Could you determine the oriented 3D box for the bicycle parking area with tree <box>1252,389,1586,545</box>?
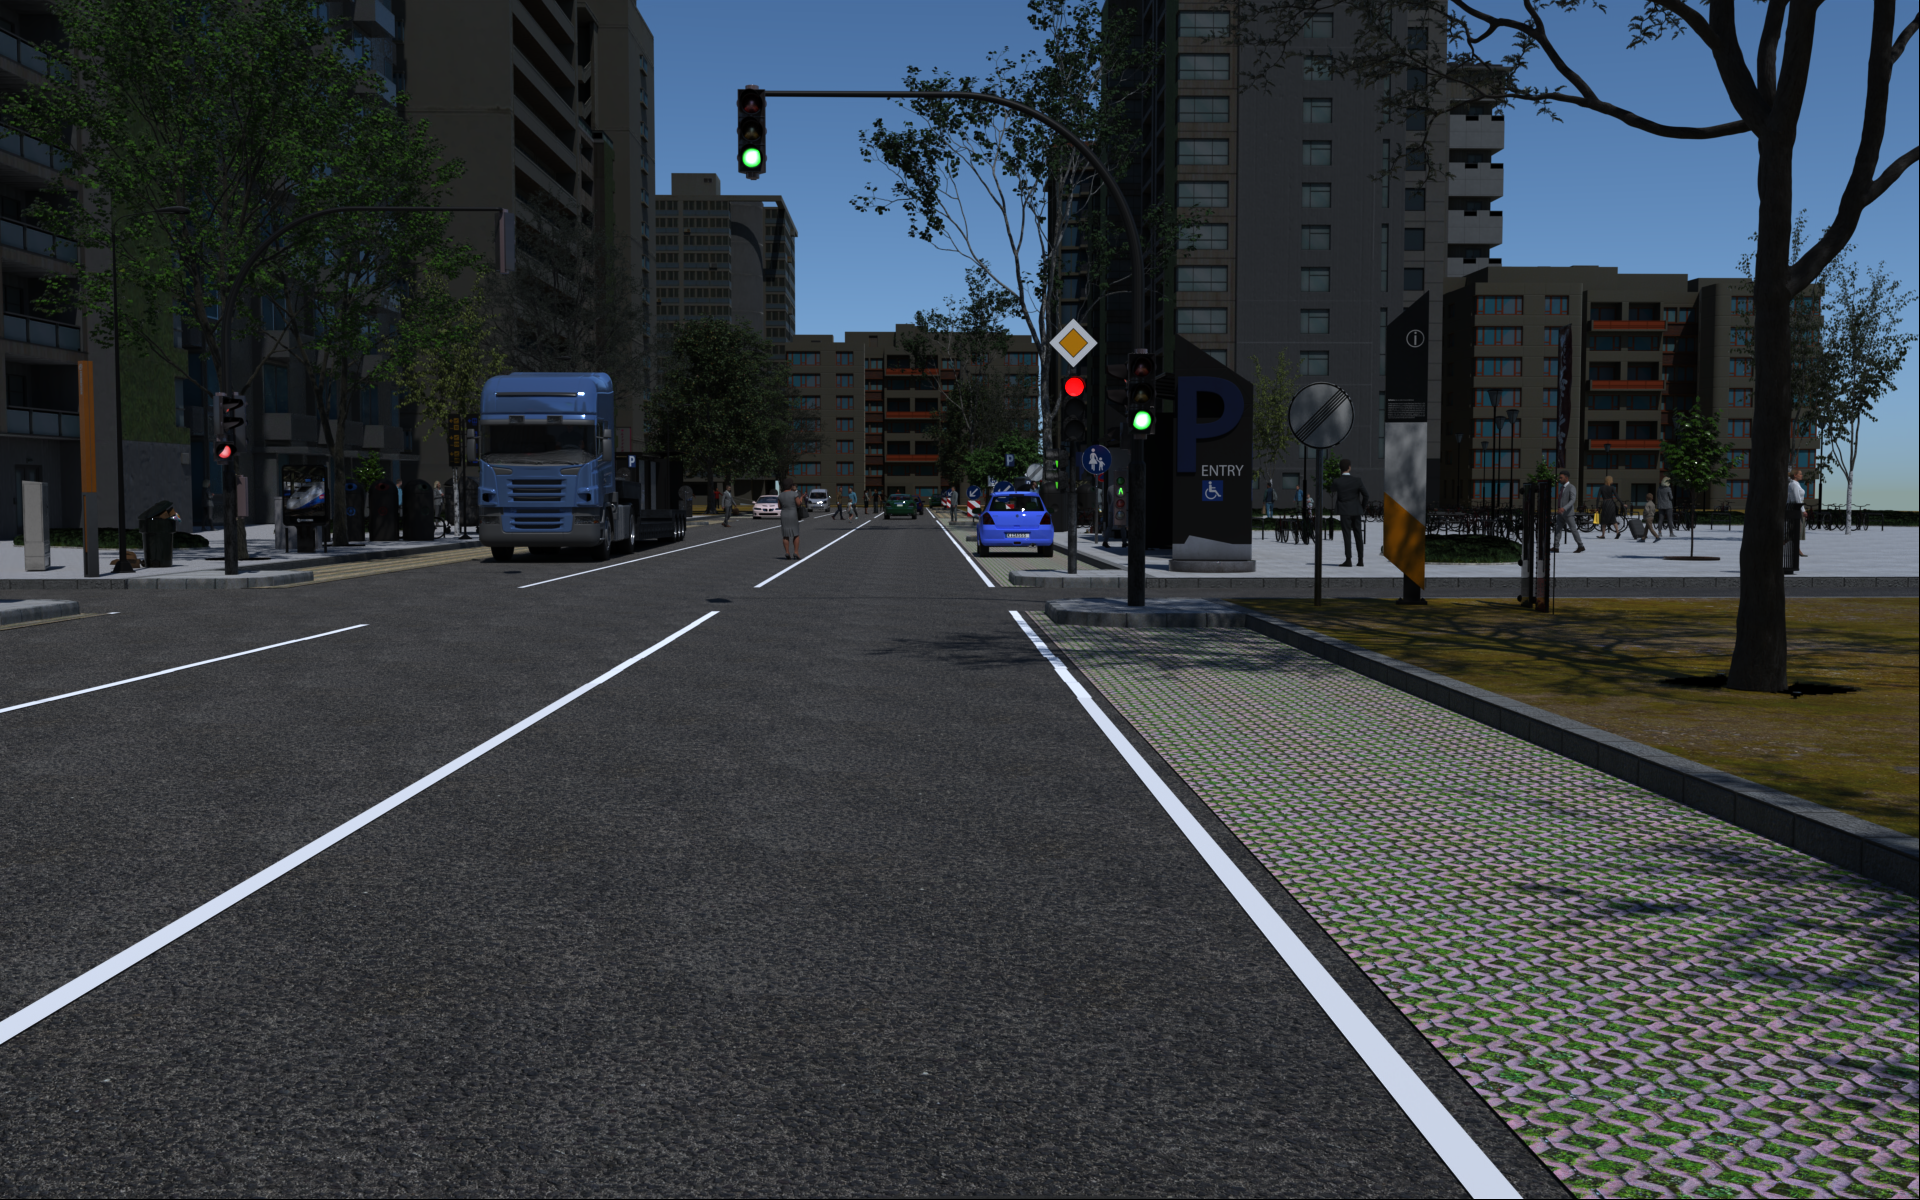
[{"bbox_3d":[11.980,-3.680,47.174,8.231,4.147,9.016,1,4,12],"label":"bicycle parking area with tree"}]

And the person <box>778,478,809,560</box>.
[{"bbox_3d":[-3.601,-1.770,37.805,0.716,1.782,0.532,1,4,19],"label":"person"}]

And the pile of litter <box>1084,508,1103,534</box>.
[{"bbox_3d":[4.647,-2.597,56.430,1.176,0.858,1.719,-2,4,-35],"label":"pile of litter"}]

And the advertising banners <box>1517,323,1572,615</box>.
[{"bbox_3d":[6.362,-1.386,18.855,0.090,3.025,2.074,0,4,6],"label":"advertising banners"}]

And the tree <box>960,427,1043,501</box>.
[{"bbox_3d":[2.763,-6.158,84.395,4.285,4.588,4.351,0,3,0],"label":"tree"}]

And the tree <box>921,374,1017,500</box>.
[{"bbox_3d":[1.150,-15.130,164.379,9.611,12.733,9.660,0,3,0],"label":"tree"}]

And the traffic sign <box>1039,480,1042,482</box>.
[{"bbox_3d":[3.894,-4.633,75.758,0.884,2.594,0.081,0,4,0],"label":"traffic sign"}]

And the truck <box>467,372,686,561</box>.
[{"bbox_3d":[-9.167,-3.327,44.147,2.967,4.110,18.799,0,4,-3],"label":"truck"}]

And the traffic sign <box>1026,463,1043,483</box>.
[{"bbox_3d":[3.126,-4.377,71.674,0.768,2.556,0.104,0,4,3],"label":"traffic sign"}]

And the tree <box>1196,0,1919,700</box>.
[{"bbox_3d":[5.400,-6.156,11.015,12.009,13.543,11.850,0,3,0],"label":"tree"}]

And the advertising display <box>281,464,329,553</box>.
[{"bbox_3d":[-14.278,-1.992,37.782,0.974,1.923,0.123,0,4,2],"label":"advertising display"}]

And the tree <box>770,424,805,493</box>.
[{"bbox_3d":[-17.269,-13.283,167.541,4.360,8.622,3.978,0,3,0],"label":"tree"}]

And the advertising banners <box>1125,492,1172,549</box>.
[{"bbox_3d":[4.843,-2.693,40.219,2.074,3.025,0.090,-1,4,-12],"label":"advertising banners"}]

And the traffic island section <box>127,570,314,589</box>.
[{"bbox_3d":[-11.607,-0.323,27.556,2.009,0.180,2.903,0,4,-1],"label":"traffic island section"}]

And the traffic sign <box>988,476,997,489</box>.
[{"bbox_3d":[1.846,-5.730,95.820,0.606,2.300,0.079,0,4,-1],"label":"traffic sign"}]

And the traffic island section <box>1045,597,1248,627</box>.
[{"bbox_3d":[2.038,0.145,19.918,2.009,0.180,2.903,0,4,-1],"label":"traffic island section"}]

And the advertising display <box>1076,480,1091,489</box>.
[{"bbox_3d":[5.511,-4.485,78.548,0.974,1.923,0.123,-2,4,-29],"label":"advertising display"}]

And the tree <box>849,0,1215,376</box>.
[{"bbox_3d":[2.419,-12.541,60.940,12.611,20.169,13.585,0,3,0],"label":"tree"}]

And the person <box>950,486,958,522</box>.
[{"bbox_3d":[-0.304,-4.766,86.518,0.391,1.810,0.635,-2,4,-28],"label":"person"}]

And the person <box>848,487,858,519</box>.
[{"bbox_3d":[-6.153,-5.583,99.794,0.660,1.820,0.620,2,4,35],"label":"person"}]

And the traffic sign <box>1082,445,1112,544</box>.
[{"bbox_3d":[3.529,-2.729,44.728,0.768,2.556,0.104,0,4,5],"label":"traffic sign"}]

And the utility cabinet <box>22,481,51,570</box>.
[{"bbox_3d":[-15.539,-1.253,29.173,0.318,1.500,1.173,-2,4,-23],"label":"utility cabinet"}]

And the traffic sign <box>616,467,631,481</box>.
[{"bbox_3d":[-16.009,-5.039,82.494,0.768,2.556,0.104,0,4,4],"label":"traffic sign"}]

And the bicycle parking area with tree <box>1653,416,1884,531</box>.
[{"bbox_3d":[28.931,-4.680,63.522,8.231,4.147,9.016,1,4,17],"label":"bicycle parking area with tree"}]

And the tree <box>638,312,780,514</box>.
[{"bbox_3d":[-15.890,-11.765,109.369,9.611,12.733,9.660,0,3,0],"label":"tree"}]

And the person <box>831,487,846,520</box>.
[{"bbox_3d":[-6.741,-5.383,96.422,0.836,1.842,0.656,-1,4,-21],"label":"person"}]

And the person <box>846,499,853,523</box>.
[{"bbox_3d":[-5.516,-4.430,85.943,0.382,1.210,0.505,-3,5,-41],"label":"person"}]

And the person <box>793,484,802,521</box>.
[{"bbox_3d":[-6.703,-3.803,70.645,0.622,1.834,0.822,2,4,30],"label":"person"}]

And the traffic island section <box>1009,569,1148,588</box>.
[{"bbox_3d":[1.830,-0.344,27.900,2.009,0.180,2.903,0,4,-1],"label":"traffic island section"}]

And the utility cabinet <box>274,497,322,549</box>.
[{"bbox_3d":[-15.488,-1.797,40.548,1.020,1.237,0.306,0,4,4],"label":"utility cabinet"}]

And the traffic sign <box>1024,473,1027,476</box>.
[{"bbox_3d":[3.453,-5.029,81.963,0.795,2.593,0.064,0,4,7],"label":"traffic sign"}]

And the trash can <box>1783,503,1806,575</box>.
[{"bbox_3d":[13.120,-0.984,27.745,0.748,1.137,0.748,0,3,0],"label":"trash can"}]

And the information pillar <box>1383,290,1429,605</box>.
[{"bbox_3d":[5.165,-1.753,20.021,0.504,3.616,0.183,1,4,10],"label":"information pillar"}]

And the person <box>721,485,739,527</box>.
[{"bbox_3d":[-10.041,-4.066,75.105,0.853,1.813,0.709,2,4,24],"label":"person"}]

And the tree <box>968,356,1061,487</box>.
[{"bbox_3d":[3.288,-8.636,91.557,4.360,8.622,3.978,0,3,0],"label":"tree"}]

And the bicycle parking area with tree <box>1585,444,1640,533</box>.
[{"bbox_3d":[19.145,-4.547,61.351,9.016,4.147,8.231,2,4,26],"label":"bicycle parking area with tree"}]

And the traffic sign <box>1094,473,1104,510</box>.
[{"bbox_3d":[5.968,-4.421,72.390,0.768,2.556,0.104,0,4,2],"label":"traffic sign"}]

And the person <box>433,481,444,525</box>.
[{"bbox_3d":[-20.316,-3.758,67.675,0.526,1.800,0.537,2,4,35],"label":"person"}]

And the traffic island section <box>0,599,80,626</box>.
[{"bbox_3d":[-11.399,0.166,19.573,2.009,0.180,2.903,0,4,-1],"label":"traffic island section"}]

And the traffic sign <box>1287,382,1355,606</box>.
[{"bbox_3d":[4.095,-1.201,19.744,0.768,2.556,0.104,0,4,-1],"label":"traffic sign"}]

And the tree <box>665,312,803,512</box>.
[{"bbox_3d":[-16.288,-13.173,122.025,9.857,13.997,8.962,0,3,0],"label":"tree"}]

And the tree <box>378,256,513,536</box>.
[{"bbox_3d":[-15.407,-6.252,52.578,4.737,8.622,4.395,0,3,0],"label":"tree"}]
